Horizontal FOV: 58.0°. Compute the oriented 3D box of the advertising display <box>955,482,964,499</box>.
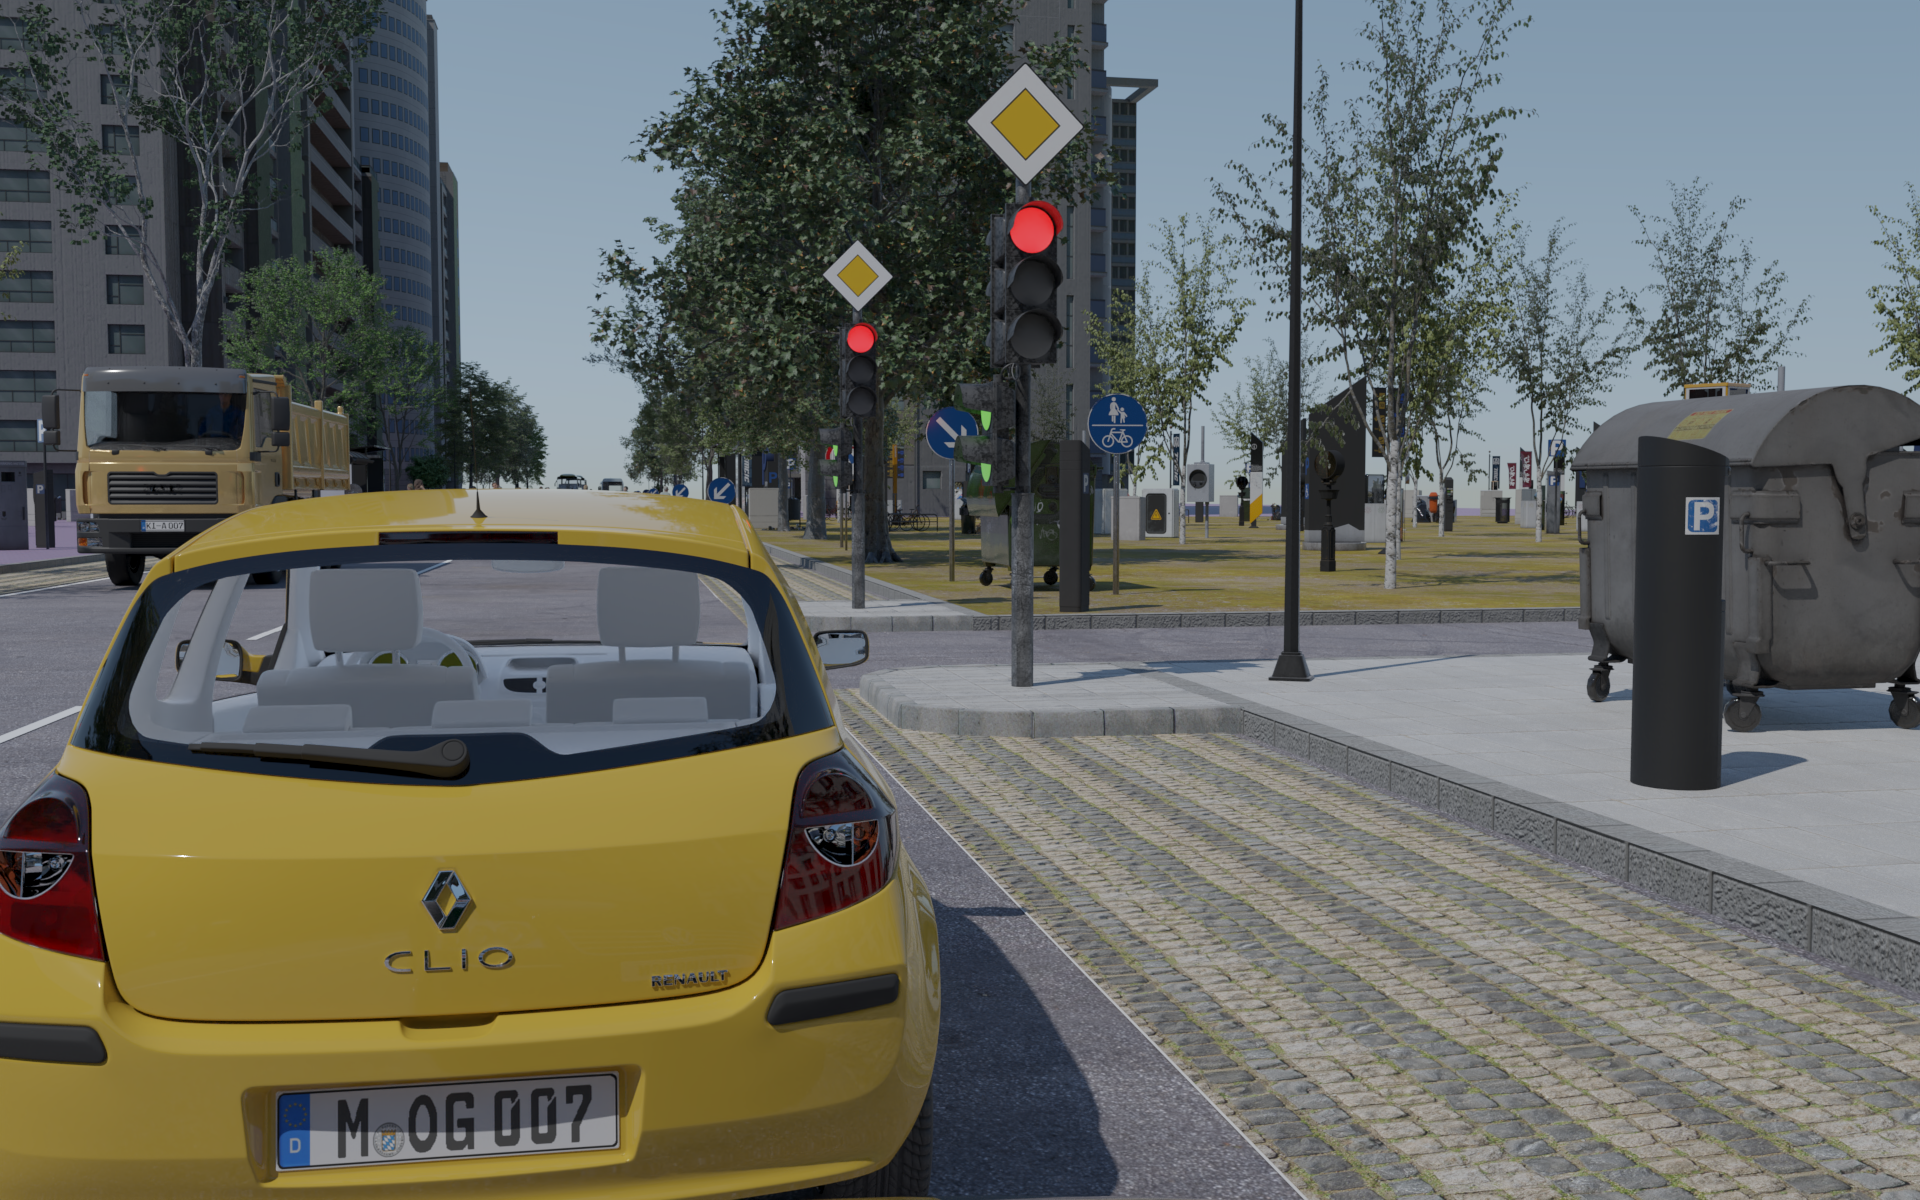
[{"bbox_3d":[-0.123,-5.142,89.278,0.123,1.923,0.974,-3,4,-36],"label":"advertising display"}]

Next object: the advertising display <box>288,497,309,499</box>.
[{"bbox_3d":[-32.594,-4.903,85.374,0.974,1.923,0.123,-1,4,-11],"label":"advertising display"}]

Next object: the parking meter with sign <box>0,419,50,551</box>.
[{"bbox_3d":[-21.765,-2.649,39.567,0.543,3.016,1.738,3,5,42],"label":"parking meter with sign"}]

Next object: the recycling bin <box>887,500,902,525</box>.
[{"bbox_3d":[-2.825,-3.680,72.719,0.722,1.027,0.722,0,4,-5],"label":"recycling bin"}]

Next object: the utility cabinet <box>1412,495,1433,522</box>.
[{"bbox_3d":[21.596,-4.251,80.673,1.020,1.237,0.306,-1,4,-16],"label":"utility cabinet"}]

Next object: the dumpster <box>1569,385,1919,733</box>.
[{"bbox_3d":[4.575,-0.262,10.049,1.264,1.857,1.865,-1,4,-11],"label":"dumpster"}]

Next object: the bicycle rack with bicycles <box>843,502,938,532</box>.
[{"bbox_3d":[-2.135,-2.821,59.500,2.925,0.926,2.852,-1,4,-23],"label":"bicycle rack with bicycles"}]

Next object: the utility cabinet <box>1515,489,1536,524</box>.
[{"bbox_3d":[23.926,-3.952,73.293,1.173,1.500,0.318,-3,5,-42],"label":"utility cabinet"}]

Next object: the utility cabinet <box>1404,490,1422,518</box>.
[{"bbox_3d":[24.133,-5.139,92.700,0.318,1.500,1.173,-3,5,-43],"label":"utility cabinet"}]

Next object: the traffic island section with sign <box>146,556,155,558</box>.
[{"bbox_3d":[-17.821,-1.881,39.380,1.989,1.847,2.006,-1,4,-11],"label":"traffic island section with sign"}]

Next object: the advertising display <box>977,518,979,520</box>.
[{"bbox_3d":[1.162,-4.865,84.760,0.123,1.923,0.974,-3,5,-40],"label":"advertising display"}]

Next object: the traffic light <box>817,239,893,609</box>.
[{"bbox_3d":[-1.157,-1.857,19.289,0.839,4.253,0.868,-1,4,-11],"label":"traffic light"}]

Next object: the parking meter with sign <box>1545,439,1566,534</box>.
[{"bbox_3d":[19.214,-3.656,56.043,0.543,3.016,1.738,1,4,14],"label":"parking meter with sign"}]

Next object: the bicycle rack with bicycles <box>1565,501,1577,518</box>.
[{"bbox_3d":[32.013,-4.867,92.953,2.925,0.926,2.852,2,4,31],"label":"bicycle rack with bicycles"}]

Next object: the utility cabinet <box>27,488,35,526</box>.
[{"bbox_3d":[-36.216,-3.642,68.224,1.173,1.500,0.318,2,4,28],"label":"utility cabinet"}]

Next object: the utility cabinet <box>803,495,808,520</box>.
[{"bbox_3d":[-7.456,-4.677,87.627,1.020,1.237,0.306,-3,5,-44],"label":"utility cabinet"}]

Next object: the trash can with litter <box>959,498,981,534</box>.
[{"bbox_3d":[0.500,-2.693,55.422,1.055,1.170,0.624,2,4,30],"label":"trash can with litter"}]

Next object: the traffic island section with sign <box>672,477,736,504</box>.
[{"bbox_3d":[-5.888,-2.025,41.738,1.989,1.847,2.006,-1,4,-11],"label":"traffic island section with sign"}]

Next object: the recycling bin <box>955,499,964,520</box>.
[{"bbox_3d":[0.158,-4.507,86.246,0.722,1.027,0.722,-3,5,-39],"label":"recycling bin"}]

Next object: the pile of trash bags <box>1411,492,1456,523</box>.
[{"bbox_3d":[21.146,-4.134,77.351,1.912,1.369,3.447,1,4,14],"label":"pile of trash bags"}]

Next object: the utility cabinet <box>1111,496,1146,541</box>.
[{"bbox_3d":[4.683,-2.262,48.140,1.020,1.237,0.306,3,5,44],"label":"utility cabinet"}]

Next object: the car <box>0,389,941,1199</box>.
[{"bbox_3d":[-1.167,0.342,4.634,2.015,1.641,3.980,-1,4,-11],"label":"car"}]

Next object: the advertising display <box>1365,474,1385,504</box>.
[{"bbox_3d":[13.395,-3.105,55.977,0.974,1.923,0.123,-3,5,-44],"label":"advertising display"}]

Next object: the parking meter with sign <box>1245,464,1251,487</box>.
[{"bbox_3d":[16.464,-6.222,97.995,0.543,3.016,1.738,0,4,5],"label":"parking meter with sign"}]

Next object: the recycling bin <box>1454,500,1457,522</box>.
[{"bbox_3d":[22.710,-4.164,80.636,0.722,1.027,0.722,2,4,26],"label":"recycling bin"}]

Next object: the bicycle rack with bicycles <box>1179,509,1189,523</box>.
[{"bbox_3d":[8.757,-3.819,75.823,2.852,0.926,2.925,2,4,23],"label":"bicycle rack with bicycles"}]

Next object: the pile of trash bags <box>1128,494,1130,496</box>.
[{"bbox_3d":[8.517,-4.539,83.959,3.447,1.369,1.912,0,4,4],"label":"pile of trash bags"}]

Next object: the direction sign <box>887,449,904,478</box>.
[{"bbox_3d":[-3.222,-5.767,86.294,0.876,3.537,0.379,0,4,5],"label":"direction sign"}]

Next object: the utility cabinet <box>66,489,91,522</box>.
[{"bbox_3d":[-40.486,-4.341,79.661,0.318,1.500,1.173,2,4,26],"label":"utility cabinet"}]

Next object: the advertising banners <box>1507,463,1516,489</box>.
[{"bbox_3d":[31.485,-6.131,96.422,2.074,3.025,0.090,0,4,5],"label":"advertising banners"}]

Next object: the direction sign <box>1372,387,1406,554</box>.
[{"bbox_3d":[9.131,-2.749,36.937,0.876,3.537,0.379,-2,4,-26],"label":"direction sign"}]

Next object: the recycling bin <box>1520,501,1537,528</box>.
[{"bbox_3d":[21.478,-3.204,64.943,0.722,1.027,0.722,0,4,0],"label":"recycling bin"}]

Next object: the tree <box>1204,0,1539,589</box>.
[{"bbox_3d":[5.741,-4.471,23.470,4.360,8.622,3.978,0,3,0],"label":"tree"}]

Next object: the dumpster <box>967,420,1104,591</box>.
[{"bbox_3d":[1.007,-1.280,23.422,1.502,2.255,1.985,-1,4,-11],"label":"dumpster"}]

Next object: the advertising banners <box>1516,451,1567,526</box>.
[{"bbox_3d":[23.722,-4.542,70.444,2.074,3.025,0.090,-1,4,-9],"label":"advertising banners"}]

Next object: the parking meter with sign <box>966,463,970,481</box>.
[{"bbox_3d":[1.249,-6.120,96.329,1.738,3.016,0.543,1,4,16],"label":"parking meter with sign"}]

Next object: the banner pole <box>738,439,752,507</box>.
[{"bbox_3d":[-8.662,-4.849,69.304,0.863,3.779,0.401,2,4,27],"label":"banner pole"}]

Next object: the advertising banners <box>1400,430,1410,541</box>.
[{"bbox_3d":[11.895,-3.096,46.800,0.090,3.025,2.074,2,4,30],"label":"advertising banners"}]

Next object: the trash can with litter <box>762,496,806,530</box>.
[{"bbox_3d":[-6.358,-3.146,62.489,2.233,1.210,1.678,-3,5,-41],"label":"trash can with litter"}]

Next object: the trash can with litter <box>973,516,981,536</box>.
[{"bbox_3d":[1.631,-2.586,53.332,2.233,1.210,1.678,3,4,37],"label":"trash can with litter"}]

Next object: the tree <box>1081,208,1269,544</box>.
[{"bbox_3d":[5.531,-5.750,44.383,4.737,8.622,4.395,0,3,0],"label":"tree"}]

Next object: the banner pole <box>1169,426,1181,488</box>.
[{"bbox_3d":[7.793,-4.469,63.091,0.401,3.779,0.863,-2,4,-24],"label":"banner pole"}]

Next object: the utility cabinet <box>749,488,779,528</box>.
[{"bbox_3d":[-7.230,-3.398,64.237,1.173,1.500,0.318,-1,4,-16],"label":"utility cabinet"}]

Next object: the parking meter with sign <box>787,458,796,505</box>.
[{"bbox_3d":[-8.471,-5.438,85.172,0.543,3.016,1.738,-1,4,-15],"label":"parking meter with sign"}]

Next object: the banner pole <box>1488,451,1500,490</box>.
[{"bbox_3d":[30.742,-6.720,99.882,0.863,3.779,0.401,0,4,-2],"label":"banner pole"}]

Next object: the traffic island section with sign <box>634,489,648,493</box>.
[{"bbox_3d":[-26.159,-8.274,143.905,1.989,1.847,2.006,-1,4,-11],"label":"traffic island section with sign"}]

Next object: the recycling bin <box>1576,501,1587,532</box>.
[{"bbox_3d":[21.660,-2.867,59.431,0.722,1.027,0.722,-3,4,-38],"label":"recycling bin"}]

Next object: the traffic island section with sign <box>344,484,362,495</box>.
[{"bbox_3d":[-23.081,-3.503,65.903,1.989,1.847,2.006,-1,4,-11],"label":"traffic island section with sign"}]

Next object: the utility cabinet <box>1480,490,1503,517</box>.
[{"bbox_3d":[29.558,-5.363,96.364,1.173,1.500,0.318,1,4,16],"label":"utility cabinet"}]

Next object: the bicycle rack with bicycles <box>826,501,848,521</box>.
[{"bbox_3d":[-5.803,-4.300,83.682,2.925,0.926,2.852,-1,4,-18],"label":"bicycle rack with bicycles"}]

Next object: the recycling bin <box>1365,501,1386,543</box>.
[{"bbox_3d":[10.918,-2.032,45.784,0.722,1.027,0.722,0,4,5],"label":"recycling bin"}]

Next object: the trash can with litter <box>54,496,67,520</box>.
[{"bbox_3d":[-44.250,-4.560,85.617,1.678,1.210,2.233,1,4,16],"label":"trash can with litter"}]

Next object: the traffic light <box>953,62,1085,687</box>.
[{"bbox_3d":[0.397,-1.378,11.456,0.839,4.253,0.868,-1,4,-11],"label":"traffic light"}]

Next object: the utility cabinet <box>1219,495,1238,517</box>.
[{"bbox_3d":[15.187,-5.299,97.804,1.020,1.237,0.306,1,4,20],"label":"utility cabinet"}]

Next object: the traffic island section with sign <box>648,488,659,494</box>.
[{"bbox_3d":[-11.130,-3.642,68.180,1.989,1.847,2.006,-1,4,-11],"label":"traffic island section with sign"}]
